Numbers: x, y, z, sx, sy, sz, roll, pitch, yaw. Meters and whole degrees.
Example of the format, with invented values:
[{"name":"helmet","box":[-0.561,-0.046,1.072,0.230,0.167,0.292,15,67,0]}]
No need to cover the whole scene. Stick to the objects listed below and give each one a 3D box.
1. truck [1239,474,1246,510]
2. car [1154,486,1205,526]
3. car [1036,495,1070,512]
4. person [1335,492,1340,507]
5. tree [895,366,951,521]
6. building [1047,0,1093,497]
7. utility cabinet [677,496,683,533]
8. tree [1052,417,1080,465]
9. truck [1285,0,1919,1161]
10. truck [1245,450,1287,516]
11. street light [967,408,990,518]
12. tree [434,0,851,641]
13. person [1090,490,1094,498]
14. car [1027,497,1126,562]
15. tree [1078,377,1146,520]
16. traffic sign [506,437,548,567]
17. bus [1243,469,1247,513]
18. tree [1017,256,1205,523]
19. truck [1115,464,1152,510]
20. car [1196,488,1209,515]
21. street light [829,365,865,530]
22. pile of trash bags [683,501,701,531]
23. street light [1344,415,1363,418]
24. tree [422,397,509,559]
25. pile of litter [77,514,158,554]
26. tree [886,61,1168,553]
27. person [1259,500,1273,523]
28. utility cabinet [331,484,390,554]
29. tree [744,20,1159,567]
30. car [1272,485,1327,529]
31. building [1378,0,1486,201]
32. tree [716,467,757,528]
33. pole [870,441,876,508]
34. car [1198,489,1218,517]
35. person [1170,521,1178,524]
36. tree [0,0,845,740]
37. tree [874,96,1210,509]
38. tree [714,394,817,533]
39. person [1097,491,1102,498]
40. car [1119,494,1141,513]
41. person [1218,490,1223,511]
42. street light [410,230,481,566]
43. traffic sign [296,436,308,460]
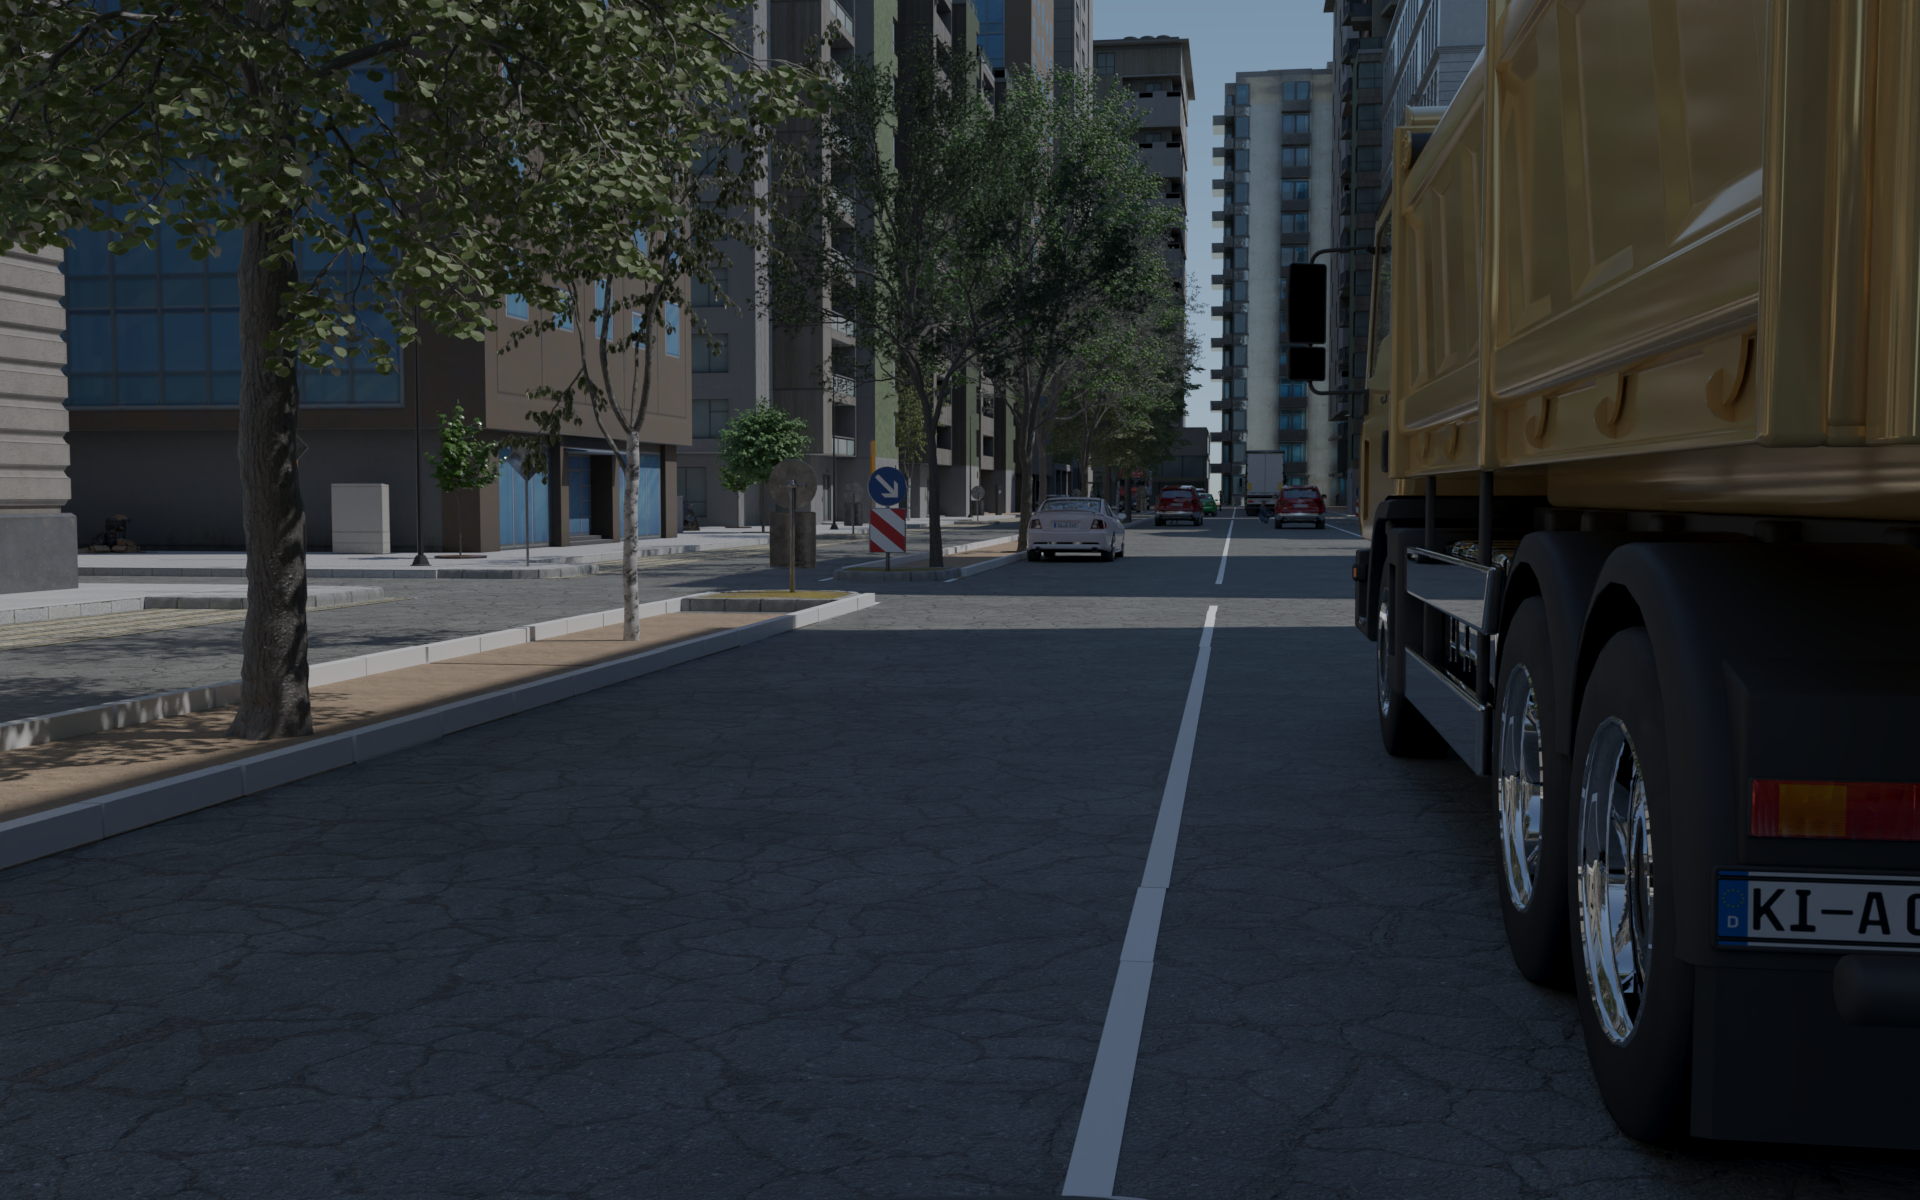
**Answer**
[{"name":"truck","box":[26.686,-9.709,154.661,3.469,3.379,9.791,1,4,9]},{"name":"car","box":[9.999,-4.294,78.881,2.281,1.827,5.304,1,4,10]},{"name":"car","box":[4.981,-4.750,89.662,2.014,1.417,4.499,1,4,9]},{"name":"person","box":[39.140,-10.416,179.715,0.530,1.710,0.541,-1,4,-8]},{"name":"tree","box":[-2.475,-8.126,83.223,4.737,8.622,4.395,0,3,0]},{"name":"building","box":[2.005,-44.745,169.824,20.611,71.187,20.563,1,4,9]},{"name":"utility cabinet","box":[-9.638,-2.802,56.981,1.020,1.237,0.306,-2,4,-30]},{"name":"tree","box":[9.272,-12.694,157.905,4.737,8.622,4.395,0,3,0]},{"name":"truck","box":[3.238,-0.691,7.226,3.469,3.379,9.791,1,4,9]},{"name":"truck","box":[20.456,-7.772,115.979,2.839,4.237,11.283,1,4,10]},{"name":"street light","box":[1.097,-7.427,93.974,1.470,5.913,1.316,1,4,9]},{"name":"tree","box":[-3.174,-3.915,16.829,4.360,8.622,3.978,0,3,0]},{"name":"person","box":[10.392,-7.725,135.541,0.721,1.736,1.217,0,4,-6]},{"name":"car","box":[2.585,-1.578,38.162,2.083,1.381,4.827,1,4,10]},{"name":"tree","box":[7.321,-7.787,80.136,4.360,8.622,3.978,0,3,0]},{"name":"traffic sign","box":[-7.651,-1.649,30.609,0.795,2.450,0.064,1,4,9]},{"name":"bus","box":[22.803,-8.510,130.680,2.896,3.916,12.252,1,4,10]},{"name":"tree","box":[6.139,-9.315,72.882,7.486,12.596,7.792,0,3,0]},{"name":"truck","box":[15.629,-10.135,154.619,2.839,4.237,11.283,1,4,9]},{"name":"car","box":[15.916,-6.676,117.825,2.281,1.827,5.304,1,4,8]},{"name":"street light","box":[-3.999,-5.481,62.151,1.470,5.913,1.316,1,4,9]},{"name":"pile of trash bags","box":[-10.709,-3.050,59.620,1.912,1.369,3.447,3,4,38]},{"name":"street light","box":[23.254,-7.900,101.712,1.470,5.913,1.316,1,4,9]},{"name":"tree","box":[-10.052,-2.437,34.447,1.663,3.219,1.824,0,3,0]},{"name":"pile of litter","box":[-18.443,-1.453,37.719,1.719,0.858,1.176,1,4,12]},{"name":"tree","box":[1.665,-6.932,41.544,9.928,11.665,9.643,0,3,0]},{"name":"person","box":[14.974,-4.311,84.491,0.738,1.151,1.012,3,4,38]},{"name":"utility cabinet","box":[-12.764,-1.726,36.904,1.173,1.500,0.318,1,4,11]},{"name":"tree","box":[-0.369,-5.876,32.942,8.767,10.594,7.601,1,4,9]},{"name":"car","box":[14.178,-3.895,72.355,2.281,1.827,5.304,1,4,10]},{"name":"building","box":[27.527,-18.854,85.752,11.434,29.767,29.804,1,4,9]},{"name":"tree","box":[-8.424,-4.321,65.242,1.663,3.219,1.824,0,3,0]},{"name":"pole","box":[-3.342,-4.441,66.454,0.158,3.312,0.155,0,3,0]},{"name":"car","box":[15.573,-6.268,111.283,1.959,1.807,4.718,1,4,11]},{"name":"person","box":[10.446,-4.623,84.294,0.606,1.804,0.583,-2,4,-29]},{"name":"tree","box":[-4.090,-5.487,10.301,7.486,12.596,7.792,0,3,0]},{"name":"tree","box":[2.555,-8.584,53.174,12.009,13.543,11.850,0,3,0]},{"name":"tree","box":[-6.422,-4.492,57.153,4.285,4.588,4.351,0,3,0]},{"name":"person","box":[12.409,-8.851,153.927,0.721,1.735,1.217,-1,4,-18]},{"name":"car","box":[13.170,-7.654,134.934,2.009,1.686,4.222,0,4,8]},{"name":"person","box":[21.947,-8.324,145.315,0.721,1.743,1.217,1,4,15]},{"name":"street light","box":[-9.094,-3.554,30.657,1.470,5.913,1.316,1,4,9]},{"name":"traffic sign","box":[-8.918,-1.167,22.725,0.795,2.450,0.064,1,4,9]}]
